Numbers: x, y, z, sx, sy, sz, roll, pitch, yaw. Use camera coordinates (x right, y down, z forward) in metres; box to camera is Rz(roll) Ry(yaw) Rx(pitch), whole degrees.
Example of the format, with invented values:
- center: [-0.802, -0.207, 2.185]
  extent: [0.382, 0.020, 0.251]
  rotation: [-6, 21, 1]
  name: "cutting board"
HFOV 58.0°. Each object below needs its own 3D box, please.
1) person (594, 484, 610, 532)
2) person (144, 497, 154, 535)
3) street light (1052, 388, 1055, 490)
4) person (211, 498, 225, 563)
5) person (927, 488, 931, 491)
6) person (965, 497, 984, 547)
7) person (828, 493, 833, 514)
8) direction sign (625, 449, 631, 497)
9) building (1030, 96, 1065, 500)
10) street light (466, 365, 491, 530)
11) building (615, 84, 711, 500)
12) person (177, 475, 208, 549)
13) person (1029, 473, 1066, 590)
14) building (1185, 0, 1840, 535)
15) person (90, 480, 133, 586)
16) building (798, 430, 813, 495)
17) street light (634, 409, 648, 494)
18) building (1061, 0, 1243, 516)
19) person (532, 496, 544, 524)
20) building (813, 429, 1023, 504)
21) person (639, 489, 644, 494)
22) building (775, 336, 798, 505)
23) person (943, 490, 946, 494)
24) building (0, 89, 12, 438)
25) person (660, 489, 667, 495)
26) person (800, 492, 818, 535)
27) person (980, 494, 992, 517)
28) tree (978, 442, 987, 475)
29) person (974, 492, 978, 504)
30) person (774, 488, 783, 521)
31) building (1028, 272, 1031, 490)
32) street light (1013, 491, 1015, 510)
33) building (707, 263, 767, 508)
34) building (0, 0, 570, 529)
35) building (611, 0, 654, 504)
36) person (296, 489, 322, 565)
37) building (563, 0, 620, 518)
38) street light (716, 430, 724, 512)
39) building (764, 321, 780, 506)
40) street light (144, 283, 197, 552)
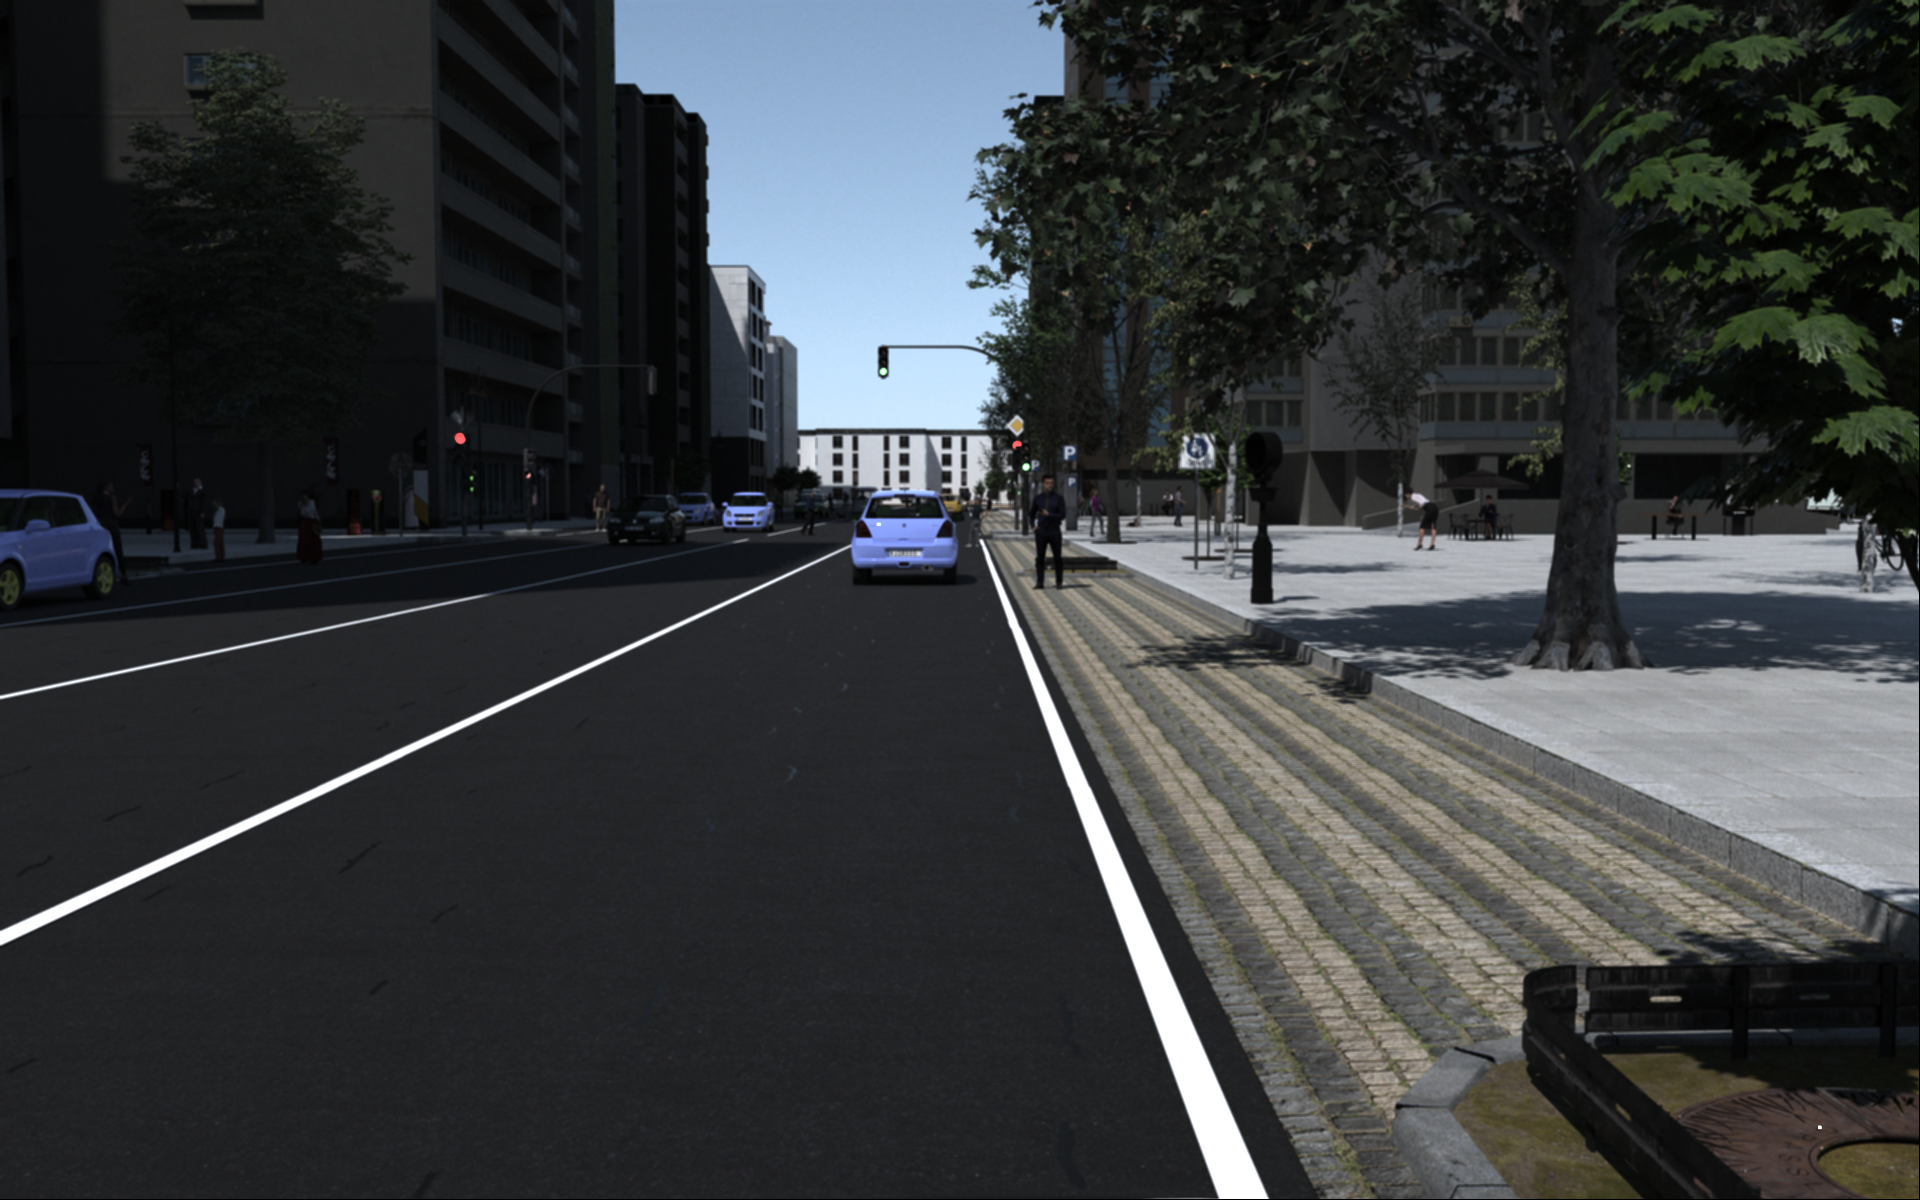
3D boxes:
- center: [-13.635, -3.502, 65.886]
  extent: [0.598, 1.807, 0.434]
  rotation: [0, 4, -6]
  name: "person"
- center: [-26.799, -2.746, 57.314]
  extent: [0.340, 1.345, 0.435]
  rotation: [-3, 5, -43]
  name: "person"
- center: [4.048, -6.279, 75.449]
  extent: [0.468, 5.910, 1.993]
  rotation: [0, 3, 0]
  name: "street light"
- center: [-15.616, -1.468, 36.406]
  extent: [0.340, 1.345, 0.435]
  rotation: [-2, 4, -31]
  name: "person"
- center: [-1.632, -4.725, 86.561]
  extent: [0.742, 1.727, 0.445]
  rotation: [-3, 5, -40]
  name: "person"
- center: [0.395, -2.115, 46.984]
  extent: [0.435, 1.345, 0.340]
  rotation: [-2, 4, -24]
  name: "person"
- center: [-9.535, -7.034, 126.049]
  extent: [0.613, 1.512, 0.480]
  rotation: [0, 4, 0]
  name: "person"
- center: [-16.929, -5.891, 88.313]
  extent: [0.379, 3.537, 0.876]
  rotation: [0, 4, 8]
  name: "direction sign"
- center: [12.200, -21.859, 129.094]
  extent: [14.160, 30.474, 14.107]
  rotation: [0, 3, 0]
  name: "building"
- center: [-17.281, -5.475, 62.309]
  extent: [0.468, 5.910, 1.993]
  rotation: [0, 3, 0]
  name: "street light"
- center: [-26.170, -21.644, 125.574]
  extent: [14.160, 30.474, 14.107]
  rotation: [0, 3, 0]
  name: "building"
- center: [-17.893, -2.045, 40.281]
  extent: [0.742, 1.727, 0.445]
  rotation: [-1, 4, -20]
  name: "person"
- center: [1.295, -1.020, 25.878]
  extent: [0.576, 1.737, 0.504]
  rotation: [1, 4, 9]
  name: "person"
- center: [22.812, -23.390, 74.306]
  extent: [23.993, 40.220, 32.217]
  rotation: [0, 3, 0]
  name: "building"
- center: [-13.220, -1.042, 27.008]
  extent: [0.593, 1.643, 0.415]
  rotation: [-3, 4, -38]
  name: "person"
- center: [-32.837, -17.444, 227.361]
  extent: [28.070, 9.664, 9.099]
  rotation: [0, 3, 0]
  name: "building"
- center: [-17.124, -7.361, 93.137]
  extent: [0.468, 5.910, 1.993]
  rotation: [0, 3, 0]
  name: "street light"
- center: [13.705, -27.915, 106.526]
  extent: [14.600, 45.320, 14.200]
  rotation: [0, 3, 0]
  name: "building"
- center: [-18.335, -4.040, 75.335]
  extent: [0.776, 1.435, 0.726]
  rotation: [2, 4, 35]
  name: "person"
- center: [-4.450, -17.397, 226.592]
  extent: [28.070, 9.664, 9.099]
  rotation: [0, 3, 0]
  name: "building"
- center: [-17.868, -5.464, 97.345]
  extent: [0.963, 1.587, 0.435]
  rotation: [3, 5, 42]
  name: "person"
- center: [-35.522, -20.552, 202.490]
  extent: [31.486, 18.905, 16.747]
  rotation: [0, 3, 0]
  name: "building"
- center: [-1.218, -7.648, 134.246]
  extent: [0.504, 1.737, 0.576]
  rotation: [-2, 4, -26]
  name: "person"
- center: [-33.963, -16.691, 44.602]
  extent: [14.107, 30.474, 14.160]
  rotation: [0, 3, 0]
  name: "building"
- center: [-17.271, -5.654, 100.351]
  extent: [0.662, 1.594, 0.647]
  rotation: [1, 4, 23]
  name: "person"
- center: [-5.192, -3.015, 60.494]
  extent: [0.600, 1.496, 0.574]
  rotation: [3, 4, 36]
  name: "person"
- center: [1.563, -5.765, 105.943]
  extent: [0.799, 1.438, 0.628]
  rotation: [-2, 4, -27]
  name: "person"
- center: [4.085, -14.381, 185.494]
  extent: [4.360, 8.622, 3.978]
  rotation: [0, 3, 0]
  name: "tree"
- center: [1.040, -6.136, 110.882]
  extent: [0.319, 1.574, 0.516]
  rotation: [-1, 4, -13]
  name: "person"
- center: [-9.786, -5.137, 93.026]
  extent: [0.617, 1.759, 0.750]
  rotation: [-2, 4, -27]
  name: "person"
- center: [20.370, -19.665, 165.491]
  extent: [27.936, 21.610, 32.646]
  rotation: [0, 3, 0]
  name: "building"
- center: [4.225, -9.948, 135.430]
  extent: [0.468, 5.910, 1.993]
  rotation: [0, 3, 0]
  name: "street light"
- center: [-32.853, -18.893, 152.875]
  extent: [27.936, 21.610, 32.646]
  rotation: [0, 3, 0]
  name: "building"
- center: [-29.713, -27.454, 72.577]
  extent: [21.300, 48.544, 21.600]
  rotation: [0, 3, 0]
  name: "building"
- center: [-30.313, -40.903, 107.012]
  extent: [20.563, 71.187, 20.611]
  rotation: [0, 3, 0]
  name: "building"
- center: [-13.260, -1.485, 35.255]
  extent: [0.387, 1.526, 0.523]
  rotation: [3, 5, 41]
  name: "person"
- center: [-26.384, -24.894, 90.604]
  extent: [14.154, 41.232, 14.086]
  rotation: [0, 3, 0]
  name: "building"
- center: [-17.104, -9.199, 123.184]
  extent: [0.468, 5.910, 1.993]
  rotation: [0, 3, 0]
  name: "street light"
- center: [-27.420, -20.208, 186.817]
  extent: [16.016, 20.091, 11.380]
  rotation: [0, 3, 0]
  name: "building"
- center: [-17.307, -3.995, 38.108]
  extent: [0.468, 5.910, 1.993]
  rotation: [0, 3, 0]
  name: "street light"
